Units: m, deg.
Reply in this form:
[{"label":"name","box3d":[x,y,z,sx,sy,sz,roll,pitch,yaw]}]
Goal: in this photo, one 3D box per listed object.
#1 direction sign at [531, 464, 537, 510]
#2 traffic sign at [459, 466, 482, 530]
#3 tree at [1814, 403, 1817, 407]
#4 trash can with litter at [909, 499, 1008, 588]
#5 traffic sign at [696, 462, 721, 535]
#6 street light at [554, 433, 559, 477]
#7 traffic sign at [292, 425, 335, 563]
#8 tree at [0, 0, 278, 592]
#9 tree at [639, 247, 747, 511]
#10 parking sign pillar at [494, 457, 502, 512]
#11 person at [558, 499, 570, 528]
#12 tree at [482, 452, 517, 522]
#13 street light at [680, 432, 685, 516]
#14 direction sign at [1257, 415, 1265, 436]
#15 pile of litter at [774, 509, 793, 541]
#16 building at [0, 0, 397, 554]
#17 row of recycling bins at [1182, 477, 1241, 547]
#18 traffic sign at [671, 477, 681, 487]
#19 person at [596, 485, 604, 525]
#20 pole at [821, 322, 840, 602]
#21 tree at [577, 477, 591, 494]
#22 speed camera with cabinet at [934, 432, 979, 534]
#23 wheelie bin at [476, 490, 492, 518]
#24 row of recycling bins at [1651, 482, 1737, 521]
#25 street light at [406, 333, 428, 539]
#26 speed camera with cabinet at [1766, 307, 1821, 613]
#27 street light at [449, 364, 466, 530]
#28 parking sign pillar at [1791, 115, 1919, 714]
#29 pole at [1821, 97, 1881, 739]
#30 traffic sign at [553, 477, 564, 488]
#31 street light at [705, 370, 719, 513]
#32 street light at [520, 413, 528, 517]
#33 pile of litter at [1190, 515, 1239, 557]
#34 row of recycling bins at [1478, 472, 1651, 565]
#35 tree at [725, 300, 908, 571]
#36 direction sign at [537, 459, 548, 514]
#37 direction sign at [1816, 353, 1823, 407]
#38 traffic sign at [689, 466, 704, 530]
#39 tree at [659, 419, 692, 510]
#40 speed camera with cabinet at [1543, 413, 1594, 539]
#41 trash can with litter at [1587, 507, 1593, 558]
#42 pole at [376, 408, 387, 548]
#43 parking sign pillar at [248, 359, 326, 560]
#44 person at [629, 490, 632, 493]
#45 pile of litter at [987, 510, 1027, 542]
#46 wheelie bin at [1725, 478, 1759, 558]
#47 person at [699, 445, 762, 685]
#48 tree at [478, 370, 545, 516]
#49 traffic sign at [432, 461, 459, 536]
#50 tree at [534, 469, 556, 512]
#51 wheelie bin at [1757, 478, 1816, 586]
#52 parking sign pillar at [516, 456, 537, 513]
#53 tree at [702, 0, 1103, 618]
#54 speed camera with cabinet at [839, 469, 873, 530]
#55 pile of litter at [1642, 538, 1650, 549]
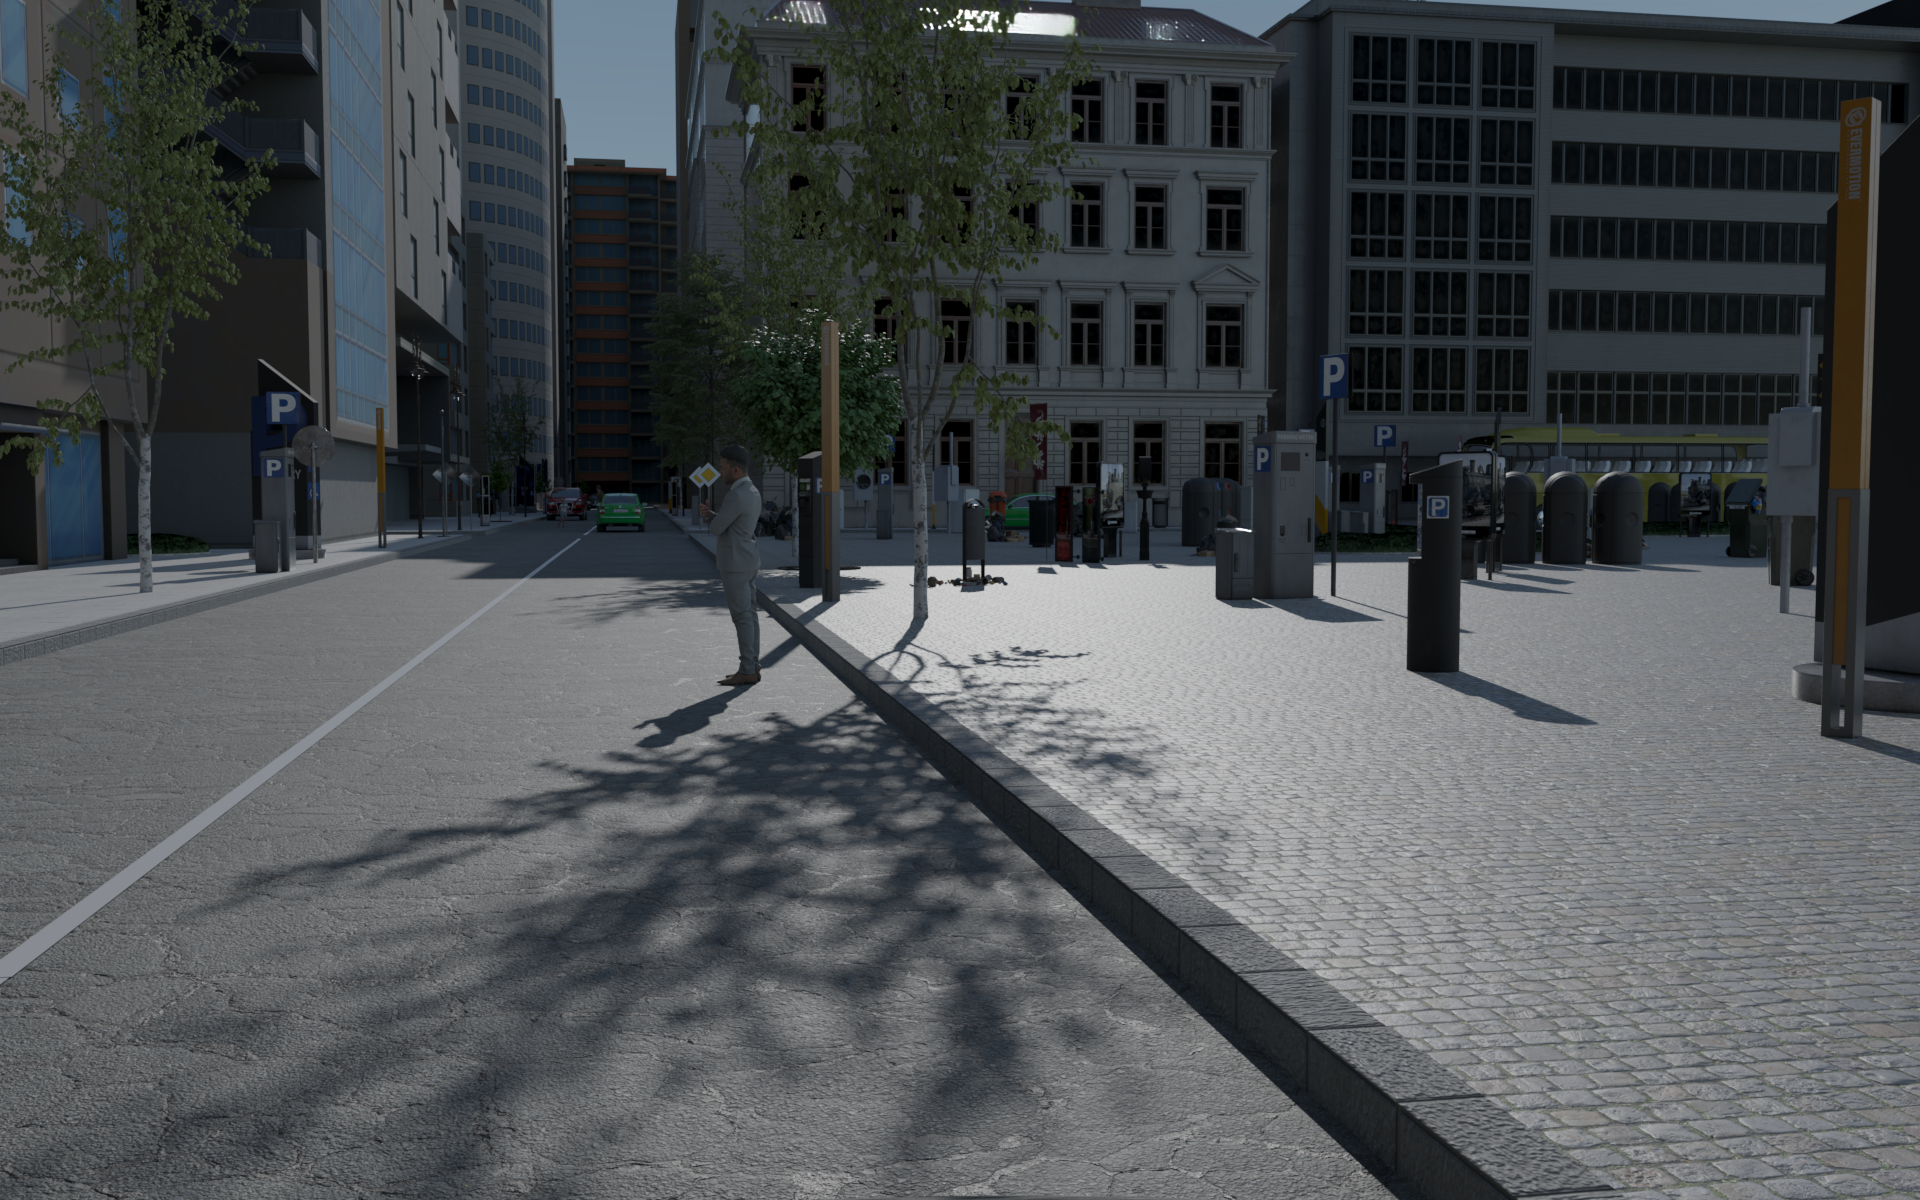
[{"label":"direction sign","box3d":[-31.818,-8.435,129.909,0.876,3.537,0.379,-1,4,-22]},{"label":"traffic sign","box3d":[-17.263,-3.517,61.147,0.795,2.450,0.064,-1,4,-10]},{"label":"tree","box3d":[24.647,-3.868,46.954,4.285,4.588,4.351,0,3,0]},{"label":"trash can with litter","box3d":[-0.101,-0.828,24.591,1.678,1.210,2.233,2,4,32]},{"label":"traffic sign","box3d":[-7.944,-3.124,54.726,0.795,2.450,0.064,-1,4,-10]},{"label":"street light","box3d":[-30.722,-9.725,131.786,0.468,5.910,1.993,-1,4,-10]},{"label":"traffic sign","box3d":[-11.992,-1.960,32.151,0.768,2.556,0.104,-1,4,-9]},{"label":"tree","box3d":[-10.794,-4.416,22.567,4.737,8.622,4.395,0,3,0]},{"label":"tree","box3d":[-11.419,-9.913,80.210,7.486,12.596,7.792,0,3,0]},{"label":"parking sign pillar","box3d":[-34.070,-8.421,126.162,1.447,3.967,1.447,-3,5,-42]},{"label":"person","box3d":[-16.848,-3.678,73.644,0.505,1.210,0.382,-3,4,-38]},{"label":"tree","box3d":[-21.311,-5.204,79.690,1.663,3.219,1.824,0,3,0]},{"label":"street light","box3d":[-16.052,-7.805,100.404,0.468,5.910,1.993,-1,4,-10]},{"label":"direction sign","box3d":[8.644,-3.536,49.809,0.379,3.537,0.876,1,4,22]},{"label":"pile of litter","box3d":[-4.486,-2.112,48.497,1.719,0.858,1.176,-3,4,-37]},{"label":"building","box3d":[-23.381,-24.157,45.075,14.200,45.320,14.600,-1,4,-10]},{"label":"row of recycling bins","box3d":[6.318,-2.237,43.693,1.069,1.692,3.534,1,4,22]},{"label":"traffic sign","box3d":[-16.850,-6.164,102.915,0.606,2.300,0.079,0,4,-2]},{"label":"person","box3d":[-16.507,-4.350,79.528,0.656,1.842,0.836,2,4,29]},{"label":"pole","box3d":[-1.543,-1.639,20.647,0.158,3.312,0.155,0,3,0]},{"label":"tree","box3d":[-43.609,-12.629,201.091,1.663,3.219,1.824,0,3,0]},{"label":"speed camera with cabinet","box3d":[-0.102,-3.785,56.221,0.660,3.252,2.038,2,4,30]},{"label":"wheelie bin","box3d":[-25.852,-5.265,93.985,0.693,1.594,0.980,0,4,3]},{"label":"row of recycling bins","box3d":[24.972,-3.153,58.667,1.069,1.692,3.534,-3,5,-39]},{"label":"street light","box3d":[-15.593,-4.715,49.879,0.468,5.910,1.993,-1,4,-10]},{"label":"speed camera with cabinet","box3d":[9.527,-1.449,18.020,0.660,3.252,2.038,-3,4,-36]},{"label":"street light","box3d":[-17.823,-5.427,61.515,0.468,5.910,1.993,-1,4,-10]},{"label":"parking sign pillar","box3d":[5.946,-1.354,10.602,1.447,3.967,1.447,-1,4,-19]},{"label":"pole","box3d":[4.671,-0.932,9.079,0.158,3.312,0.155,0,3,0]},{"label":"traffic sign","box3d":[-30.115,-7.942,129.960,0.768,2.556,0.104,-1,4,-8]},{"label":"street light","box3d":[-9.196,-5.602,64.385,0.468,5.910,1.993,-1,4,-10]},{"label":"street light","box3d":[-24.313,-7.581,96.742,0.468,5.910,1.993,-1,4,-10]},{"label":"pile of litter","box3d":[5.631,-1.339,35.854,1.719,0.858,1.176,0,4,8]},{"label":"row of recycling bins","box3d":[10.740,-1.523,32.019,3.534,1.692,1.069,1,4,14]},{"label":"tree","box3d":[-2.373,-2.805,29.567,4.285,4.588,4.351,0,3,0]},{"label":"direction sign","box3d":[-26.634,-7.288,111.157,0.379,3.537,0.876,1,4,9]},{"label":"direction sign","box3d":[14.056,-2.180,27.642,0.379,3.537,0.876,-2,4,-30]},{"label":"traffic sign","box3d":[-9.399,-3.605,62.578,0.795,2.450,0.064,-1,4,-10]},{"label":"tree","box3d":[-22.579,-11.659,140.982,4.360,8.622,3.978,0,3,0]},{"label":"speed camera with cabinet","box3d":[15.409,-2.942,42.441,2.038,3.252,0.660,2,4,27]},{"label":"trash can with litter","box3d":[12.866,-1.432,34.808,1.055,1.170,0.624,-3,5,-40]},{"label":"pole","box3d":[-13.709,-2.885,41.021,0.158,3.312,0.155,0,3,0]},{"label":"parking sign pillar","box3d":[-13.406,-2.810,34.413,1.447,3.967,1.447,1,4,16]},{"label":"person","box3d":[-29.305,-8.906,154.249,0.705,1.807,1.348,-1,4,-9]},{"label":"pile of litter","box3d":[1.273,-2.015,46.912,1.176,0.858,1.719,2,4,24]},{"label":"wheelie bin","box3d":[15.977,-1.662,35.089,0.693,1.594,0.980,-1,4,-18]},{"label":"person","box3d":[-1.740,-0.274,13.157,0.466,1.800,0.511,0,4,-6]},{"label":"tree","box3d":[-26.783,-9.361,103.416,4.737,8.622,4.395,0,3,0]},{"label":"traffic sign","box3d":[-15.809,-3.037,53.295,0.795,2.450,0.064,-1,4,-10]},{"label":"tree","box3d":[-30.035,-7.903,123.821,1.663,3.219,1.824,0,3,0]},{"label":"wheelie bin","box3d":[11.686,-1.007,24.376,0.693,1.594,0.980,1,4,20]},{"label":"parking sign pillar","box3d":[-29.440,-7.877,117.264,1.447,3.967,1.447,2,4,34]},{"label":"tree","box3d":[-0.434,-4.103,17.440,4.737,8.622,4.395,0,3,0]},{"label":"speed camera with cabinet","box3d":[-4.212,-4.186,62.782,2.038,3.252,0.660,-1,4,-11]},{"label":"pile of litter","box3d":[15.441,-1.604,40.190,1.719,0.858,1.176,-2,4,-29]}]
